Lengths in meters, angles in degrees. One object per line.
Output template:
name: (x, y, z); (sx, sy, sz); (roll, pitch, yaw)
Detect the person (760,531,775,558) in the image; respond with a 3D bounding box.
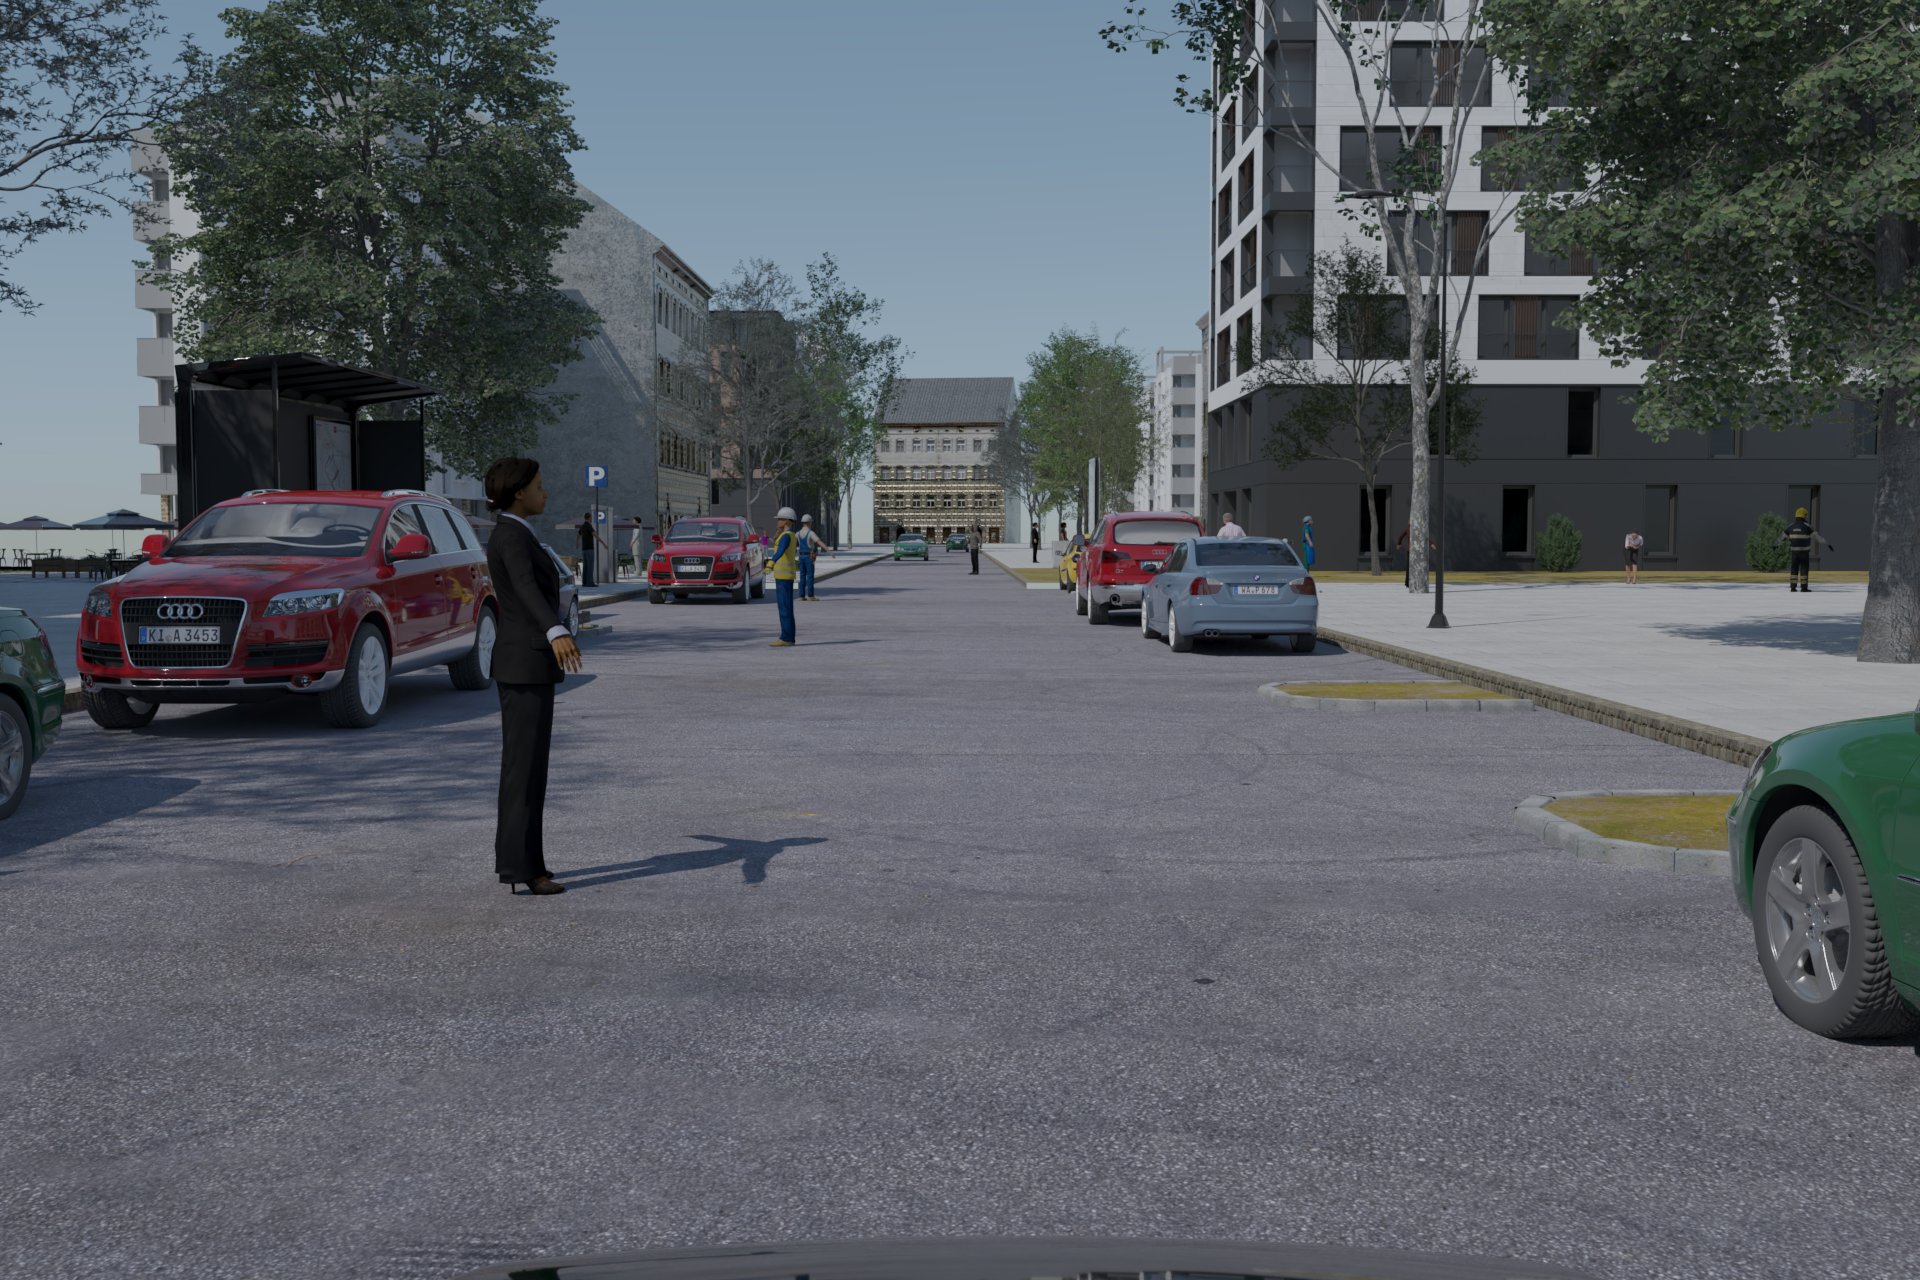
person: (-8.571, -4.087, 76.081); (0.991, 1.433, 0.599); (-1, 4, -15)

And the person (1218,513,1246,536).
person: (5.547, -1.753, 35.641); (0.756, 1.711, 0.436); (-1, 4, -11)

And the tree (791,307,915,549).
tree: (-10.783, -17.790, 146.762); (12.611, 20.169, 13.585); (0, 3, 0)

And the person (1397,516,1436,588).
person: (10.807, -2.098, 41.104); (0.721, 1.729, 1.215); (-2, 4, -30)

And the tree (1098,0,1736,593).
tree: (9.268, -10.991, 35.594); (12.611, 20.169, 13.585); (0, 3, 0)

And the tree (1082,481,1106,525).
tree: (20.295, -19.856, 242.773); (7.486, 12.596, 7.792); (0, 3, 0)

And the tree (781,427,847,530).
tree: (-9.256, -9.706, 109.056); (4.737, 8.622, 4.395); (0, 3, 0)

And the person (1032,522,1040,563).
person: (3.377, -4.333, 77.037); (0.705, 1.806, 1.347); (1, 4, 10)

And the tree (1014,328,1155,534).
tree: (6.312, -9.930, 88.115); (9.928, 11.665, 9.643); (0, 3, 0)

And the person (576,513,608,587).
person: (-8.985, -2.187, 41.980); (0.705, 1.803, 1.348); (-3, 5, -44)

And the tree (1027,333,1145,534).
tree: (7.164, -11.035, 98.554); (7.486, 12.596, 7.792); (0, 3, 0)

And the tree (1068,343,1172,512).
tree: (5.889, -7.172, 67.627); (4.360, 8.622, 3.978); (0, 3, 0)

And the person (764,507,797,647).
person: (-2.314, -0.812, 22.190); (0.721, 1.772, 1.216); (0, 4, 7)

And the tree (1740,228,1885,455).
tree: (27.371, -8.427, 48.144); (12.009, 13.543, 11.850); (0, 3, 0)

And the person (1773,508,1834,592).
person: (18.549, -1.983, 38.193); (0.704, 1.858, 1.351); (-3, 4, -36)

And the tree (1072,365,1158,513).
tree: (6.606, -7.656, 75.533); (4.360, 8.622, 3.978); (0, 3, 0)

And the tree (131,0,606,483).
tree: (-11.890, -7.907, 35.931); (9.857, 13.997, 8.962); (0, 3, 0)

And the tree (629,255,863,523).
tree: (-9.098, -10.106, 75.603); (12.009, 13.543, 11.850); (0, 3, 0)

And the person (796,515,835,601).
person: (-3.252, -1.757, 37.037); (1.347, 1.847, 0.705); (2, 4, 34)

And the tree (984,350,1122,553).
tree: (6.668, -12.585, 116.132); (12.009, 13.543, 11.850); (0, 3, 0)

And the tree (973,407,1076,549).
tree: (6.285, -14.762, 151.723); (12.009, 13.543, 11.850); (0, 3, 0)

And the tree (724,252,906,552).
tree: (-10.116, -16.092, 118.989); (12.611, 20.169, 13.585); (0, 3, 0)

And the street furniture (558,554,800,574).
street furniture: (-10.215, -2.590, 57.971); (10.072, 0.657, 5.734); (0, 4, 0)

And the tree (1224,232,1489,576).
tree: (12.664, -7.268, 53.243); (8.767, 10.594, 7.601); (-2, 4, -29)

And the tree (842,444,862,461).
tree: (-19.647, -23.650, 242.571); (12.611, 20.169, 13.585); (0, 3, 0)

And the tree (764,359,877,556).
tree: (-8.483, -10.821, 102.683); (9.928, 11.665, 9.643); (0, 3, 0)

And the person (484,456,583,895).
person: (-1.686, 0.134, 6.995); (0.721, 1.740, 1.216); (-1, 4, -21)

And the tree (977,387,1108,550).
tree: (6.239, -13.873, 137.187); (12.009, 13.543, 11.850); (0, 3, 0)

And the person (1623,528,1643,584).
person: (17.185, -2.145, 44.304); (0.628, 1.438, 0.799); (-1, 4, -16)

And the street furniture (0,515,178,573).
street furniture: (-33.328, -3.389, 60.434); (27.439, 1.986, 14.083); (-1, 4, -9)

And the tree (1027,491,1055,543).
tree: (11.766, -17.493, 236.376); (4.360, 8.622, 3.978); (0, 3, 0)

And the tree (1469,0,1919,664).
tree: (9.383, -6.757, 17.126); (9.857, 13.997, 8.962); (0, 3, 0)

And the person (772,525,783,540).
person: (-8.277, -4.387, 78.522); (0.721, 1.733, 1.217); (1, 4, 19)

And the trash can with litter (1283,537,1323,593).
trash can with litter: (7.073, -1.625, 37.634); (1.678, 1.210, 2.233); (0, 4, -1)

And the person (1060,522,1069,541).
person: (4.700, -4.385, 77.844); (0.704, 1.843, 1.345); (1, 4, 12)

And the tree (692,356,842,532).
tree: (-9.558, -9.574, 90.954); (7.601, 10.594, 8.767); (3, 4, 36)

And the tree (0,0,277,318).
tree: (-12.270, -6.480, 16.313); (12.009, 13.543, 11.850); (0, 3, 0)

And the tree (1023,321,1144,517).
tree: (4.868, -6.659, 59.242); (4.360, 8.622, 3.978); (0, 3, 0)

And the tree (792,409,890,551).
tree: (-9.478, -12.689, 133.227); (9.928, 11.665, 9.643); (0, 3, 0)
